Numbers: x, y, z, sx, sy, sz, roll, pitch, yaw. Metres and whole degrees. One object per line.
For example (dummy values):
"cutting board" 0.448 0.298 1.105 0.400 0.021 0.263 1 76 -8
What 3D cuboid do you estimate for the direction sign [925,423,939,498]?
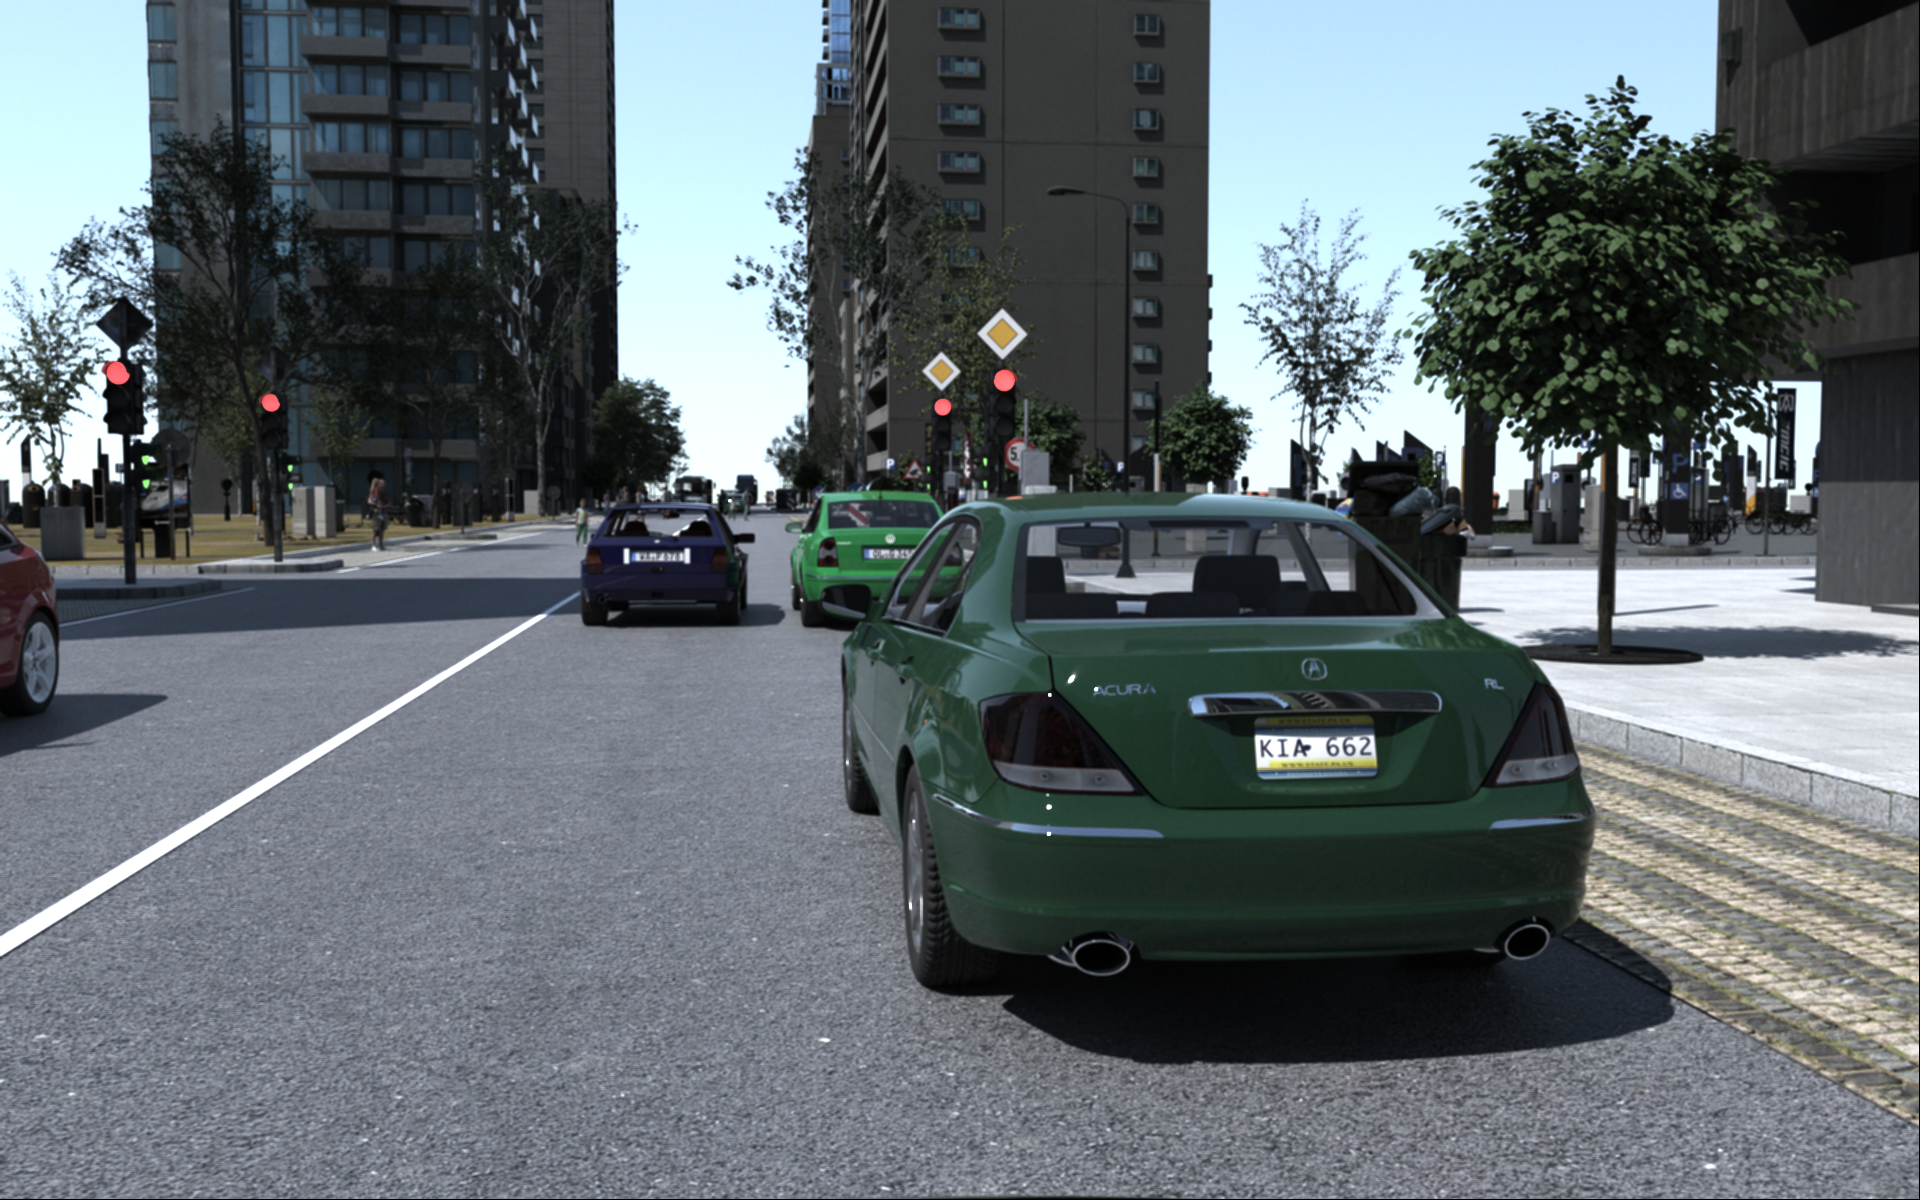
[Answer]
"direction sign" -0.848 -3.854 55.008 0.379 3.537 0.876 -2 4 -35

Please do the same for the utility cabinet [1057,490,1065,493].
"utility cabinet" 6.008 -5.841 104.183 0.318 1.500 1.173 1 4 21

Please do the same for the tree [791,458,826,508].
"tree" -13.478 -10.563 156.422 4.285 4.588 4.351 0 3 0

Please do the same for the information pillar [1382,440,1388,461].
"information pillar" 18.469 -5.135 75.317 0.183 3.616 0.504 2 4 34

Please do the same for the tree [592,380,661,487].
"tree" -33.714 -15.526 171.979 7.486 12.596 7.792 0 3 0

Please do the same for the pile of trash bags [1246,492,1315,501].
"pile of trash bags" 13.342 -3.749 71.053 1.912 1.369 3.447 -2 4 -32

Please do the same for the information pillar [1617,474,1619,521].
"information pillar" 24.290 -3.667 64.452 0.304 2.012 0.304 0 4 4

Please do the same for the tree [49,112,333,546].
"tree" -17.208 -6.612 42.516 7.601 10.594 8.767 3 4 38

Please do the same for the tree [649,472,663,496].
"tree" -37.080 -15.734 207.604 4.737 8.622 4.395 0 3 0

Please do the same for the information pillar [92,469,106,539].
"information pillar" -24.848 -2.783 49.996 0.304 2.012 0.304 -1 4 -22

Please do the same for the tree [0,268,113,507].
"tree" -29.394 -6.441 55.674 4.737 8.622 4.395 0 3 0

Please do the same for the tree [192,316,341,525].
"tree" -28.778 -7.352 70.560 4.737 8.622 4.395 0 3 0

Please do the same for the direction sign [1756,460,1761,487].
"direction sign" 53.604 -7.619 116.572 0.379 3.537 0.876 -1 4 -11

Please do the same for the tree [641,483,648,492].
"tree" -37.232 -12.745 202.989 1.663 3.219 1.824 0 3 0

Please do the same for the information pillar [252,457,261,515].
"information pillar" -42.389 -6.915 104.408 0.504 3.616 0.183 -3 5 -40

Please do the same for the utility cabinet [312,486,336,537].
"utility cabinet" -18.665 -2.586 50.962 0.318 1.500 1.173 -2 4 -34

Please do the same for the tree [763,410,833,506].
"tree" -17.753 -15.730 191.598 8.767 10.594 7.601 0 4 2

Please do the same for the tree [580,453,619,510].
"tree" -29.127 -9.538 139.655 4.285 4.588 4.351 0 3 0

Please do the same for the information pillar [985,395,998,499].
"information pillar" 0.788 -3.035 40.977 0.504 3.616 0.183 -3 5 -39

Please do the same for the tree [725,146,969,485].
"tree" -6.203 -14.620 94.931 12.611 20.169 13.585 0 3 0

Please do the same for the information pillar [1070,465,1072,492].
"information pillar" 4.709 -5.020 73.430 0.183 3.616 0.504 0 4 1

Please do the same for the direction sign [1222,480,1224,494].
"direction sign" 8.696 -3.990 57.238 0.379 3.537 0.876 1 4 19

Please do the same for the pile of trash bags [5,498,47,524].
"pile of trash bags" -39.990 -3.920 73.838 1.912 1.369 3.447 2 4 24

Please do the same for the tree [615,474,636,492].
"tree" -31.476 -10.252 162.224 1.663 3.219 1.824 0 3 0

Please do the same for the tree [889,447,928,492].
"tree" -2.112 -4.536 68.757 1.663 3.219 1.824 0 3 0

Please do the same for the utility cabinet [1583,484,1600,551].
"utility cabinet" 14.171 -1.837 38.714 0.318 1.500 1.173 1 4 12

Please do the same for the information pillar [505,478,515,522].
"information pillar" -20.845 -4.633 80.242 0.304 2.012 0.304 -2 4 -35

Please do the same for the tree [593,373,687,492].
"tree" -33.959 -16.916 183.227 9.857 13.997 8.962 0 3 0

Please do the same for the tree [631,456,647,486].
"tree" -36.167 -15.052 196.457 4.360 8.622 3.978 0 3 0

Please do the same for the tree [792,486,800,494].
"tree" -20.909 -13.991 223.350 1.663 3.219 1.824 0 3 0

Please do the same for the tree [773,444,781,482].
"tree" -22.502 -17.085 229.698 4.360 8.622 3.978 0 3 0

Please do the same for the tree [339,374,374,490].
"tree" -37.317 -9.368 103.529 4.737 8.622 4.395 0 3 0

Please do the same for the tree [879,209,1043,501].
"tree" 0.270 -5.749 44.360 4.737 8.622 4.395 0 3 0

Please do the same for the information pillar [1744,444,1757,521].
"information pillar" 37.038 -5.488 81.079 0.183 3.616 0.504 -2 4 -26

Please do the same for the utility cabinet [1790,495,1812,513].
"utility cabinet" 39.533 -4.292 81.343 0.306 1.237 1.020 -2 4 -30

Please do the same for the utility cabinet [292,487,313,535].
"utility cabinet" -20.458 -2.770 53.973 0.318 1.500 1.173 -3 5 -41

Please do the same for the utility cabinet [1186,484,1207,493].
"utility cabinet" 5.177 -1.786 37.888 0.318 1.500 1.173 0 3 0

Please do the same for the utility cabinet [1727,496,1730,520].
"utility cabinet" 33.123 -3.933 75.473 1.020 1.237 0.306 -3 4 -36

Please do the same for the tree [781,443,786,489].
"tree" -14.846 -13.418 169.753 4.360 8.622 3.978 0 3 0

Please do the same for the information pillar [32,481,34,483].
"information pillar" -50.905 -5.534 94.971 0.304 2.012 0.304 -2 4 -29

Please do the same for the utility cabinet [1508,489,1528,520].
"utility cabinet" 26.735 -4.513 82.468 1.173 1.500 0.318 1 4 21

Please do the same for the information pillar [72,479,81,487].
"information pillar" -43.548 -4.949 85.409 0.304 2.012 0.304 0 4 -8

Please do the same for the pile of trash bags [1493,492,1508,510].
"pile of trash bags" 29.250 -4.968 90.983 1.912 1.369 3.447 -3 5 -39

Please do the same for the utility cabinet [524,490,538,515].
"utility cabinet" -25.789 -5.889 104.965 1.173 1.500 0.318 0 4 3

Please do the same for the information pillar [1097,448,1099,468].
"information pillar" 6.965 -5.879 87.476 0.183 3.616 0.504 1 4 8

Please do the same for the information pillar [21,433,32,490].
"information pillar" -36.068 -4.624 66.953 0.504 3.616 0.183 2 4 26

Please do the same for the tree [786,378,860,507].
"tree" -7.820 -9.693 108.839 4.360 8.622 3.978 0 3 0

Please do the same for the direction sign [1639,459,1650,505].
"direction sign" 32.205 -5.473 81.479 0.876 3.537 0.379 -3 4 -38

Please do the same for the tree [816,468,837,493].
"tree" -9.755 -8.164 128.087 1.663 3.219 1.824 0 3 0

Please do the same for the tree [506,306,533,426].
"tree" -19.141 -7.927 64.020 8.767 10.594 7.601 3 5 40

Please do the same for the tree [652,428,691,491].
"tree" -45.018 -20.765 265.263 9.928 11.665 9.643 0 3 0

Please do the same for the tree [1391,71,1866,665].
"tree" 5.113 -1.821 13.492 4.285 4.588 4.351 0 3 0

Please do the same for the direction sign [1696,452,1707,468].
"direction sign" 39.659 -6.169 92.858 0.876 3.537 0.379 -1 4 -23

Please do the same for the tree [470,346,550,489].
"tree" -22.440 -8.327 86.514 4.360 8.622 3.978 0 3 0

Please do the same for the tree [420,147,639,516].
"tree" -25.136 -14.787 97.648 12.611 20.169 13.585 0 3 0

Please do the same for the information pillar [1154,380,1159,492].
"information pillar" 4.027 -2.699 35.491 0.183 3.616 0.504 0 4 6

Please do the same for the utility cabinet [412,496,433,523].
"utility cabinet" -23.555 -3.965 75.987 0.306 1.237 1.020 2 4 24

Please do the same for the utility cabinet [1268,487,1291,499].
"utility cabinet" 10.042 -2.793 54.339 0.318 1.500 1.173 2 4 33
